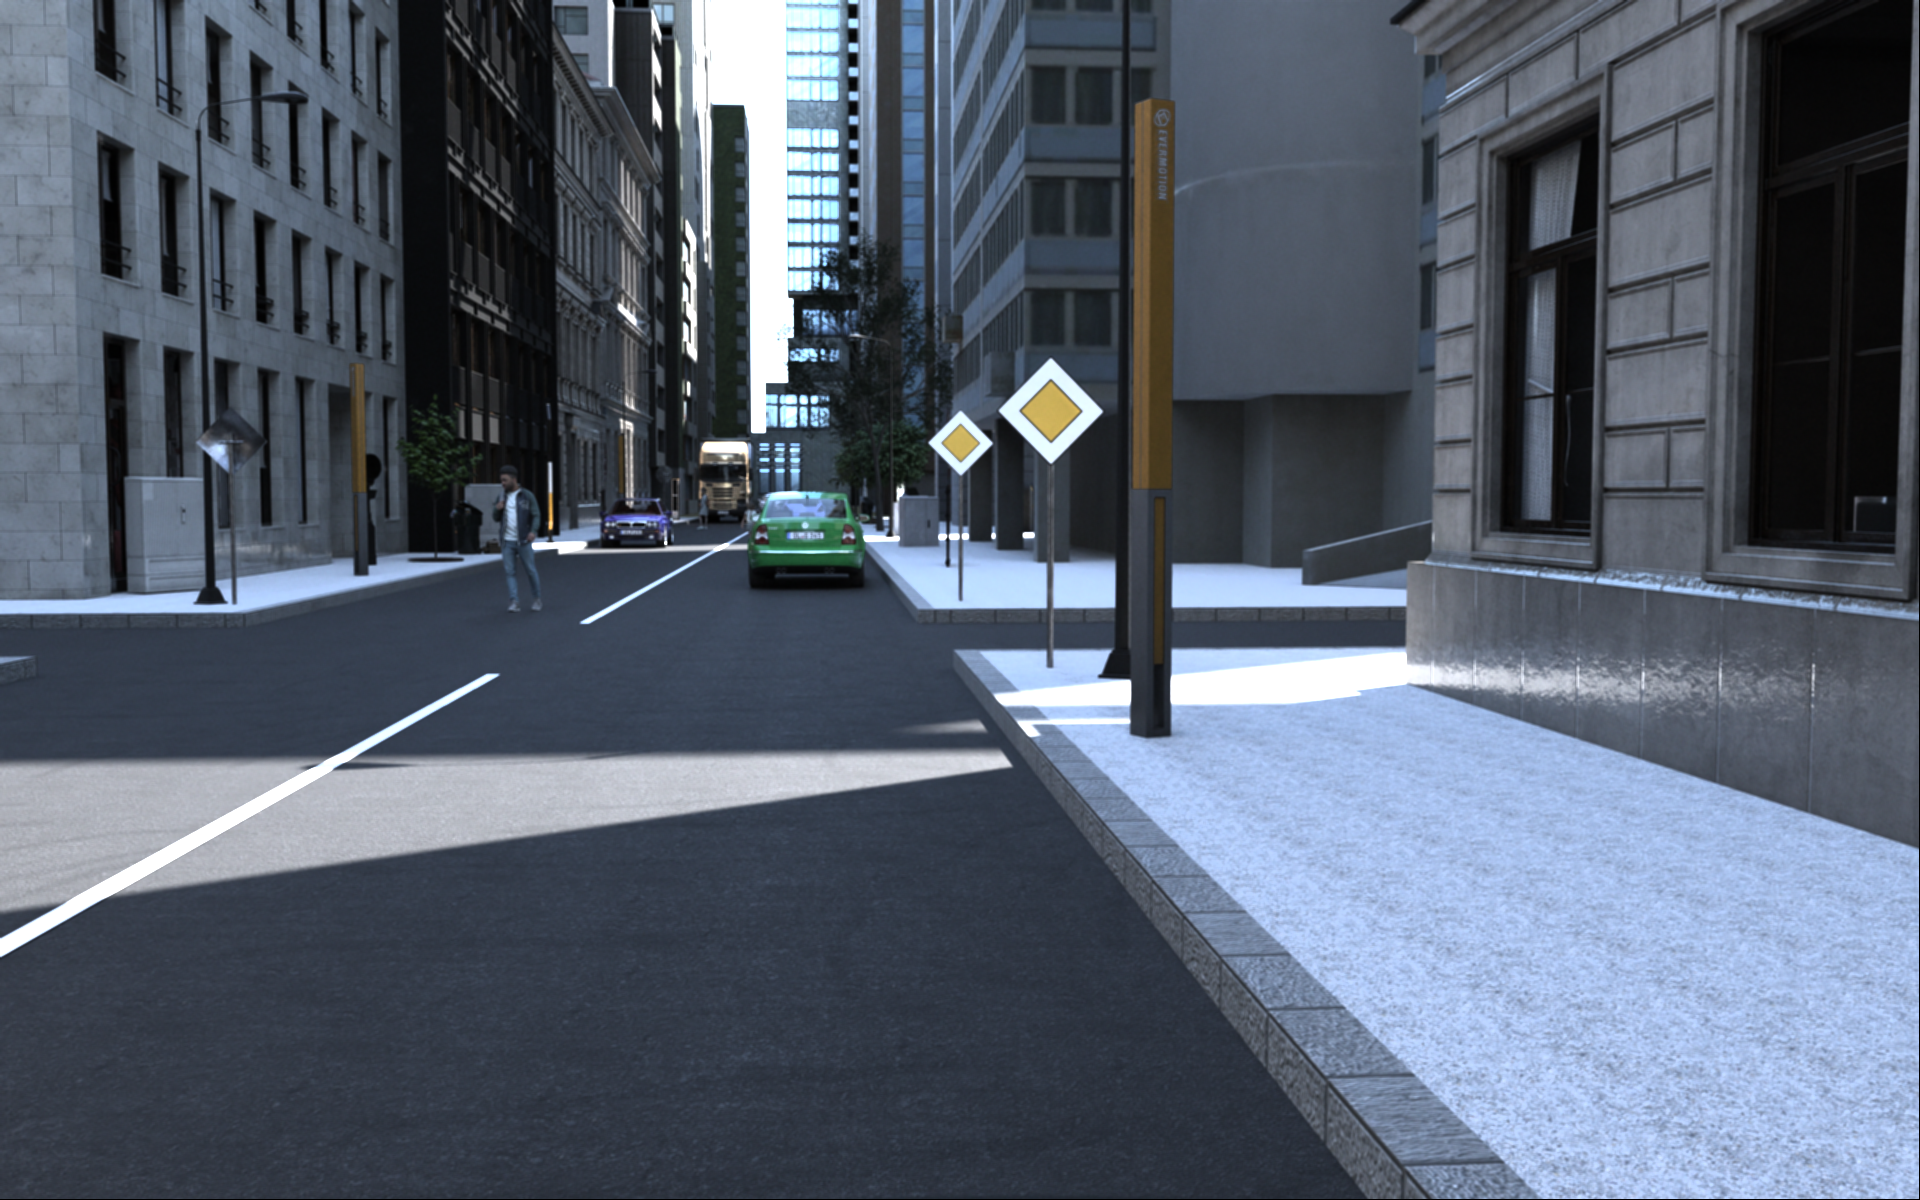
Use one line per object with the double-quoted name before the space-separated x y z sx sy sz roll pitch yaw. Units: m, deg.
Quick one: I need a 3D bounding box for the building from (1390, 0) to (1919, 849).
"building" 8.452 -8.433 2.512 10.561 19.102 19.286 0 4 -5

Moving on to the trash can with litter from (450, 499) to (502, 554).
"trash can with litter" -10.332 -1.574 37.128 1.055 1.170 0.624 -3 5 -40

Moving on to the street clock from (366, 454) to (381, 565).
"street clock" -10.671 -1.629 31.210 0.358 2.002 0.471 2 4 30

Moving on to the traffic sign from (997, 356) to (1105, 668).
"traffic sign" 0.662 -0.556 12.738 0.795 2.450 0.064 0 4 -5

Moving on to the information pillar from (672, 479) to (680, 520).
"information pillar" -13.857 -4.890 84.447 0.304 2.012 0.304 0 4 5

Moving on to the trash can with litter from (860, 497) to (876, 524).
"trash can with litter" -3.813 -3.834 74.073 0.624 1.170 1.055 -3 5 -39

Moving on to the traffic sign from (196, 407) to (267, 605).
"traffic sign" -8.412 -1.002 20.025 0.795 2.450 0.064 0 4 -5

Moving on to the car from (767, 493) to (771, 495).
"car" -15.846 -8.427 147.374 1.945 1.707 3.694 0 4 -4

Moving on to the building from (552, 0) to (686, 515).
"building" -23.770 -20.145 101.068 14.160 30.474 14.107 0 4 -5

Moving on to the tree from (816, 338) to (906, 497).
"tree" -4.490 -7.928 79.987 4.360 8.622 3.978 0 3 0

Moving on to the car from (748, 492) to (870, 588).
"car" -2.429 -1.172 27.956 1.959 1.807 4.718 0 4 -3

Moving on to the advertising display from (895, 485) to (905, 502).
"advertising display" -3.247 -5.399 93.491 0.123 1.923 0.974 2 4 24

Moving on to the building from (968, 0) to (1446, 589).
"building" 12.142 -21.159 37.836 23.993 40.220 32.217 0 4 -5

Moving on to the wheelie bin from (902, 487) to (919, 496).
"wheelie bin" -2.376 -4.581 82.807 0.980 1.594 0.693 -3 5 -39

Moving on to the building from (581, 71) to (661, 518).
"building" -20.897 -15.044 82.132 11.583 22.565 21.152 0 4 -5

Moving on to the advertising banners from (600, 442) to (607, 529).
"advertising banners" -12.264 -3.877 59.575 0.090 3.025 2.074 -1 4 -16

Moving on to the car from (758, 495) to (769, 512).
"car" -15.280 -7.813 140.109 2.083 1.381 4.827 0 4 -5

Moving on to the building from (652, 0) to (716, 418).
"building" -35.588 -34.487 153.098 27.495 52.752 28.713 0 4 -5

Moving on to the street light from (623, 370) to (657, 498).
"street light" -12.024 -5.648 64.878 1.470 5.913 1.316 0 4 -5

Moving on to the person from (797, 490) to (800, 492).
"person" -10.754 -6.527 116.016 0.445 1.727 0.742 3 5 41

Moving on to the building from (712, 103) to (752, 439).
"building" -29.373 -30.639 184.548 14.086 41.232 14.154 0 4 -5

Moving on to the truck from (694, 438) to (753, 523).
"truck" -11.984 -6.122 89.011 2.839 4.237 11.283 0 4 -6

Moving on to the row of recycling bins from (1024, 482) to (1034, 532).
"row of recycling bins" 2.828 -3.195 59.350 1.069 1.692 3.534 3 4 38

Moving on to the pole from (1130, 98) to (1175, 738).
"pole" 1.012 -0.933 9.105 0.158 3.312 0.155 0 3 0

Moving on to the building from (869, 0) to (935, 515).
"building" 1.365 -28.133 110.086 14.600 45.320 14.200 0 4 -5

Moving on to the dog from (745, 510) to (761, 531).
"dog" -8.160 -3.088 67.320 0.800 0.831 0.513 1 4 9

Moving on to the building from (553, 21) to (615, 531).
"building" -18.764 -12.082 62.165 10.561 19.102 19.286 0 4 -5

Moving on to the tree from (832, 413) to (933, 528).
"tree" -2.558 -5.081 66.782 4.285 4.588 4.351 0 3 0

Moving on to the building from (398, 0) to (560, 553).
"building" -17.867 -13.140 44.522 12.332 23.373 15.834 0 4 -5

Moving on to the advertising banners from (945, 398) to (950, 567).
"advertising banners" -0.212 -2.144 31.240 0.090 3.025 2.074 0 4 0

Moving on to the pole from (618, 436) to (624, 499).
"pole" -11.868 -4.086 60.653 0.158 3.312 0.155 0 3 0

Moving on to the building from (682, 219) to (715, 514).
"building" -32.126 -16.951 122.190 27.650 21.520 28.899 0 4 -5

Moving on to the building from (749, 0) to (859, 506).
"building" -7.301 -53.647 189.800 31.000 86.520 22.319 0 4 -5

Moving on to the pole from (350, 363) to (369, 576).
"pole" -9.425 -2.038 27.164 0.158 3.312 0.155 0 3 0

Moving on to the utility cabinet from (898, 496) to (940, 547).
"utility cabinet" -0.997 -1.911 42.404 1.020 1.237 0.306 -2 4 -35

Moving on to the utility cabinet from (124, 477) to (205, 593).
"utility cabinet" -10.334 -0.854 22.649 0.318 1.500 1.173 1 4 18

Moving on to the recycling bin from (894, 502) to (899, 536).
"recycling bin" -1.627 -2.467 52.887 0.722 1.027 0.722 0 4 6

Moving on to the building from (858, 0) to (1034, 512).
"building" 1.322 -37.569 156.256 21.231 58.520 28.212 0 4 -5

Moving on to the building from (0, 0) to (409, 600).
"building" -16.499 -10.618 28.356 10.420 20.320 16.860 0 4 -5

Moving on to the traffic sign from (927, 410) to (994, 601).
"traffic sign" 0.006 -1.043 20.696 0.795 2.450 0.064 0 4 -5

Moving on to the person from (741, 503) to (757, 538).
"person" -5.429 -1.905 44.654 0.505 1.210 0.382 1 4 17

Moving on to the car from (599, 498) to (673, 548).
"car" -8.832 -2.134 47.467 1.945 1.354 3.894 0 4 -5

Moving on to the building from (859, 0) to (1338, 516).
"building" 8.672 -26.794 129.967 32.217 40.220 23.993 0 4 -5

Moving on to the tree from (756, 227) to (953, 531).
"tree" -2.783 -7.683 60.034 8.767 10.594 7.601 0 4 -7

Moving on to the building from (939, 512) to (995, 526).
"building" 9.273 -33.011 81.735 21.231 58.520 28.212 0 4 -5

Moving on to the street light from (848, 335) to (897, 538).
"street light" -2.572 -4.784 50.765 1.470 5.913 1.316 0 4 -5

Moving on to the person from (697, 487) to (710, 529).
"person" -10.503 -3.763 71.033 0.522 1.701 0.512 0 4 4

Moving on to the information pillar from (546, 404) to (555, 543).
"information pillar" -10.670 -3.284 45.040 0.183 3.616 0.504 -1 4 -17

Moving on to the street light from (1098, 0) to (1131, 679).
"street light" 0.602 -2.409 11.935 1.470 5.913 1.316 0 4 -5

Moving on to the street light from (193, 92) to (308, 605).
"street light" -8.224 -2.910 20.116 1.470 5.913 1.316 0 4 -5

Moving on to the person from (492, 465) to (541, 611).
"person" -5.435 -0.757 21.224 0.623 1.781 0.721 0 4 -3

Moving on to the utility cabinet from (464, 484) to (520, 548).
"utility cabinet" -10.343 -1.814 38.331 1.173 1.500 0.318 0 4 7

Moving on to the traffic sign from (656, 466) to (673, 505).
"traffic sign" -13.266 -4.747 77.715 0.768 2.556 0.104 0 4 -1

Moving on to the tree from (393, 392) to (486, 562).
"tree" -9.899 -2.354 33.084 1.663 3.219 1.824 0 3 0
